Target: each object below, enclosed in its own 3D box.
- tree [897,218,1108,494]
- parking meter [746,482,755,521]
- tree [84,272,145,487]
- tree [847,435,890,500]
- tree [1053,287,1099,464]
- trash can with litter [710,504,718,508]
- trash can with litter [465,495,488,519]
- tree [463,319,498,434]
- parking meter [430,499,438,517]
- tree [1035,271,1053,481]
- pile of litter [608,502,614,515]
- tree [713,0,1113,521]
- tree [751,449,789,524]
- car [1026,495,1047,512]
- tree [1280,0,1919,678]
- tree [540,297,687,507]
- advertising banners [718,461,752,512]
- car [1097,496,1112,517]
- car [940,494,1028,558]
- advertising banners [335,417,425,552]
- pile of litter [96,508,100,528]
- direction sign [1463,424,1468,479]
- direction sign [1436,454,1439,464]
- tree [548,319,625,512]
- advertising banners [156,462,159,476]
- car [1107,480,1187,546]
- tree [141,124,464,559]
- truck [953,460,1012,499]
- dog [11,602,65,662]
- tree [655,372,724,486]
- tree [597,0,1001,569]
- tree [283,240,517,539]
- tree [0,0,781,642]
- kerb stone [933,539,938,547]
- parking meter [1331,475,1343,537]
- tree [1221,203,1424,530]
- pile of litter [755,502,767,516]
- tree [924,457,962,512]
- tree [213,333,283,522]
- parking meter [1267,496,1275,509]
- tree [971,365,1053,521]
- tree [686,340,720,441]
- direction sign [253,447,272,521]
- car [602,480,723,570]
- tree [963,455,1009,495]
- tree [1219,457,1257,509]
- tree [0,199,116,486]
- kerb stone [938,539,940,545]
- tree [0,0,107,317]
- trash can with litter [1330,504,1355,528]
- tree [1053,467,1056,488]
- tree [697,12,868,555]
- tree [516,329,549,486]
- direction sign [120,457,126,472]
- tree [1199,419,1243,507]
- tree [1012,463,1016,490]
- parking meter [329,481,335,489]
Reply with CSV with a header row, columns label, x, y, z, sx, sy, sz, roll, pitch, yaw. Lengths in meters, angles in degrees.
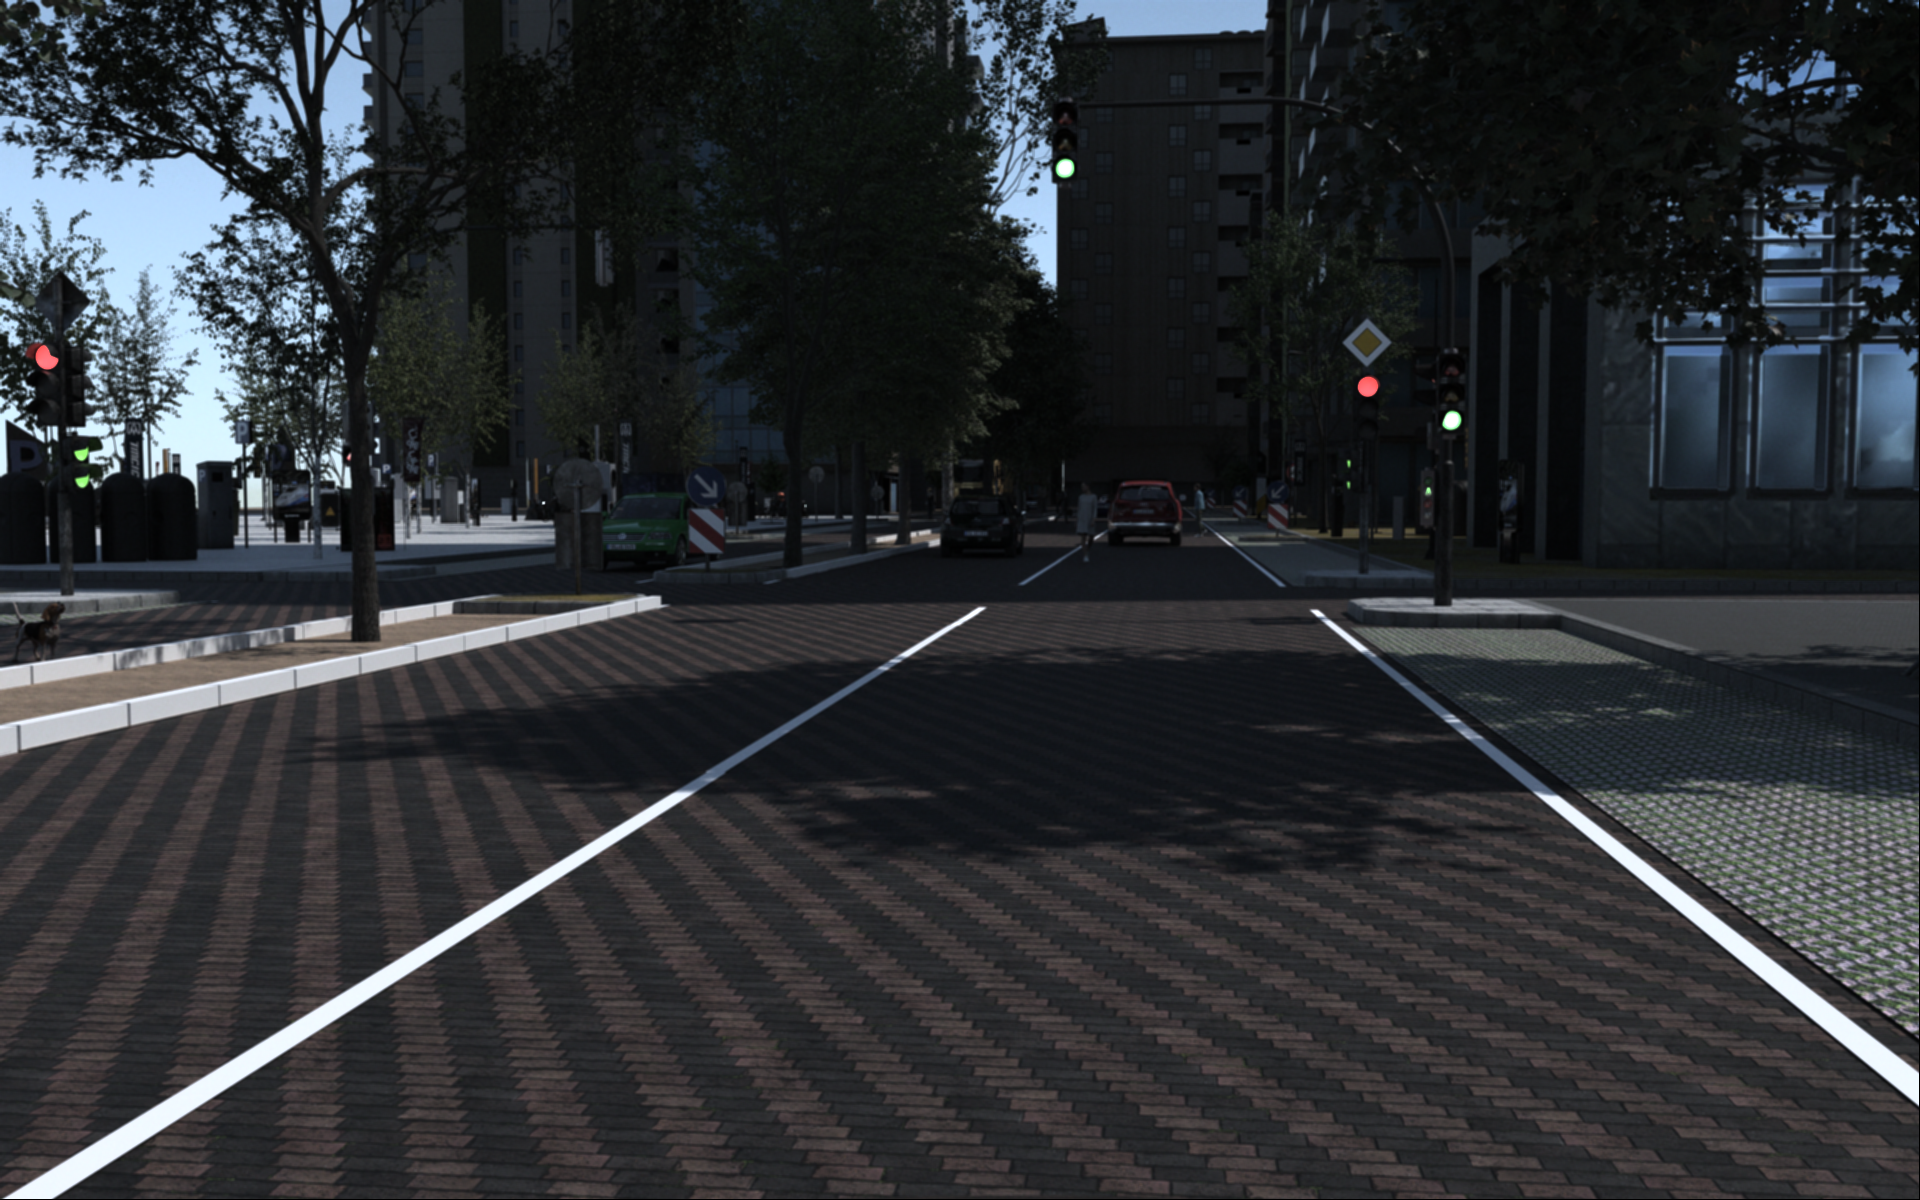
label,x,y,z,sx,sy,sz,roll,pitch,yaw
tree,1.141,-9.252,70.730,9.611,12.733,9.660,0,3,0
parking meter,-9.839,-4.629,81.388,0.399,1.863,0.255,-2,4,-28
tree,-26.723,-6.453,55.876,4.360,8.622,3.978,0,3,0
tree,-4.941,-9.245,101.523,4.360,8.622,3.978,0,3,0
tree,2.861,-10.020,84.416,7.486,12.596,7.792,0,3,0
trash can with litter,-9.041,-3.030,60.920,1.055,1.170,0.624,-1,4,-12
trash can with litter,-26.807,-5.222,96.442,1.678,1.210,2.233,1,4,9
tree,-17.453,-6.480,56.304,4.360,8.622,3.978,0,3,0
parking meter,-30.122,-5.709,99.055,0.399,1.863,0.255,0,4,2
tree,-1.628,-7.829,48.588,7.486,12.596,7.792,0,3,0
pile of litter,-19.221,-4.978,95.354,1.719,0.858,1.176,-1,4,-14
tree,-1.535,-12.306,59.551,12.611,20.169,13.585,0,3,0
tree,-8.198,-4.870,74.229,1.663,3.219,1.824,0,3,0
car,6.024,-7.744,139.198,1.945,1.354,3.894,0,4,7
tree,7.021,-5.790,11.676,9.611,12.733,9.660,0,3,0
tree,-13.072,-6.972,64.353,4.360,8.622,3.978,0,3,0
advertising banners,-11.923,-5.828,91.467,2.074,3.025,0.090,1,4,16
car,7.592,-4.892,92.558,1.945,1.354,3.894,0,4,8
car,0.551,-1.875,40.436,2.009,1.686,4.222,0,4,6
advertising banners,-13.060,-2.625,39.102,2.074,3.025,0.090,-3,5,-39
pile of litter,-32.042,-3.150,65.471,1.176,0.858,1.719,-1,4,-22
direction sign,16.569,-3.941,56.435,0.379,3.537,0.876,3,4,37
direction sign,15.607,-3.940,56.419,0.379,3.537,0.876,-1,4,-14
tree,-16.288,-7.529,73.463,4.737,8.622,4.395,0,3,0
advertising banners,-43.415,-5.936,93.236,0.090,3.025,2.074,0,4,-6
car,5.325,-2.499,49.525,2.281,1.827,5.304,0,4,8
tree,-12.948,-5.129,34.216,4.360,8.622,3.978,0,3,0
truck,1.242,-6.331,99.432,3.469,3.379,9.791,0,4,8
dog,-7.863,0.276,14.782,0.540,0.507,0.406,-1,4,-10
tree,-16.155,-9.333,102.949,4.737,8.622,4.395,0,3,0
tree,-3.073,-6.367,32.311,9.928,11.665,9.643,0,3,0
tree,-16.017,-6.059,49.431,4.737,8.622,4.395,0,3,0
tree,-5.683,-4.888,16.786,8.767,10.594,7.601,0,4,7
kerb stone,-0.784,-1.532,47.313,0.120,0.150,1.000,0,4,7
parking meter,11.246,-2.809,51.638,0.255,1.863,0.399,0,4,-6
tree,13.020,-8.365,62.527,9.928,11.665,9.643,0,3,0
pile of litter,-12.067,-5.343,101.316,1.719,0.858,1.176,1,4,9
tree,-0.938,-8.673,125.514,4.285,4.588,4.351,0,3,0
tree,-31.761,-7.869,79.028,4.737,8.622,4.395,0,3,0
parking meter,15.156,-4.644,84.332,0.372,1.533,0.369,0,3,0
tree,1.718,-7.682,78.428,4.737,8.622,4.395,0,3,0
tree,-13.310,-7.928,79.978,4.360,8.622,3.978,0,3,0
direction sign,-33.652,-5.604,83.626,0.876,3.537,0.379,0,4,4
car,-5.893,-1.527,33.765,1.959,1.807,4.718,0,4,7
tree,1.268,-12.271,150.988,4.360,8.622,3.978,0,3,0
tree,24.350,-10.284,151.859,4.285,4.588,4.351,0,3,0
tree,-22.650,-5.638,42.543,4.737,8.622,4.395,0,3,0
kerb stone,-0.664,-1.598,48.329,0.120,0.150,1.000,0,4,7
tree,-6.935,-5.954,6.459,9.857,13.997,8.962,0,3,0
trash can with litter,14.453,-3.293,65.231,1.055,1.170,0.624,1,4,12
tree,3.414,-8.434,90.714,4.737,8.622,4.395,0,3,0
tree,-2.459,-7.369,41.062,7.486,12.596,7.792,0,3,0
tree,-18.672,-7.050,65.625,4.737,8.622,4.395,0,3,0
direction sign,-51.589,-7.026,106.870,0.876,3.537,0.379,3,5,41
tree,25.349,-13.338,168.443,4.360,8.622,3.978,0,3,0
tree,3.871,-13.182,165.882,4.360,8.622,3.978,0,3,0
parking meter,-28.041,-4.383,77.380,0.255,1.863,0.399,-1,4,-17
